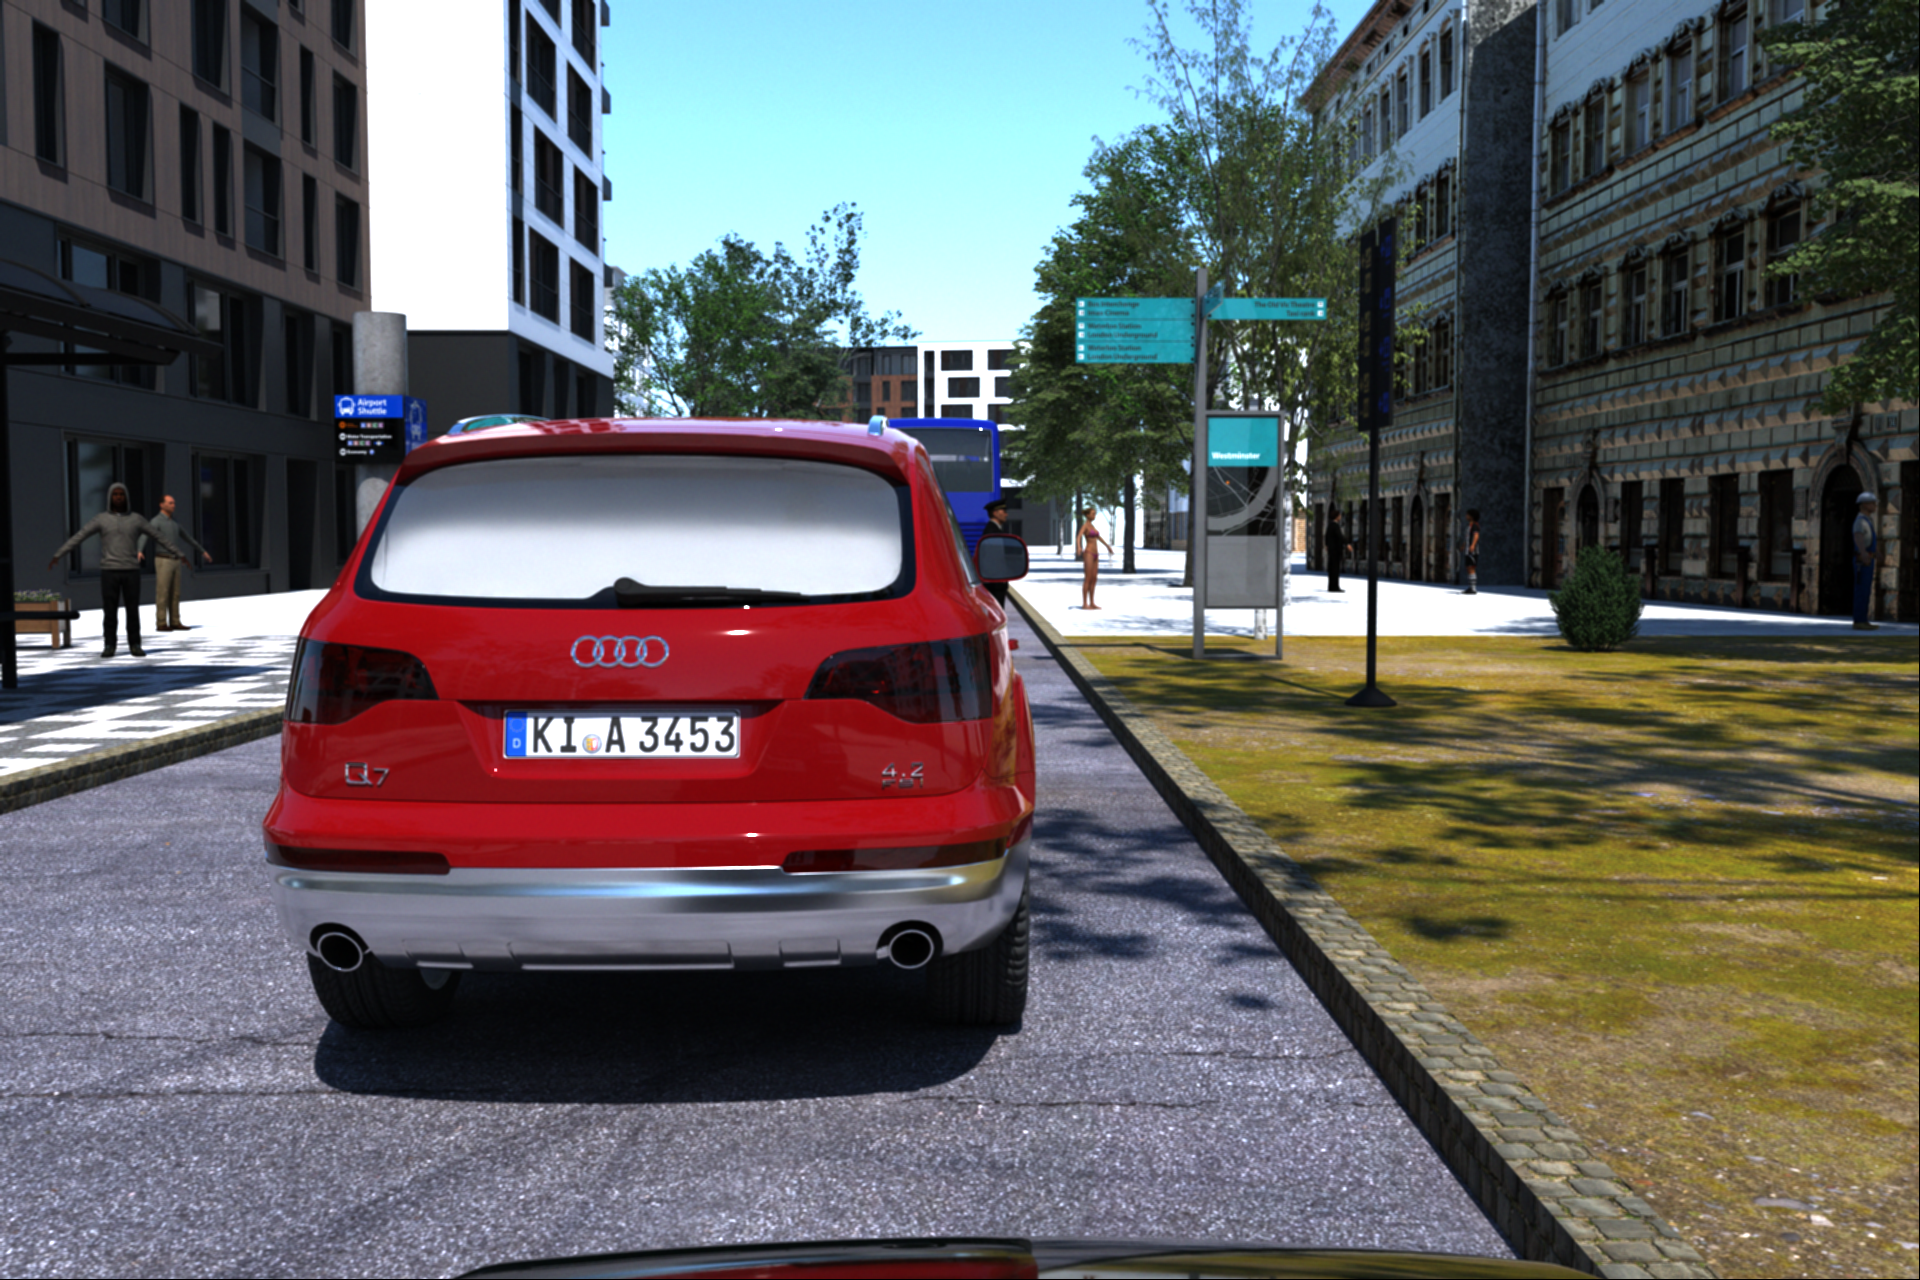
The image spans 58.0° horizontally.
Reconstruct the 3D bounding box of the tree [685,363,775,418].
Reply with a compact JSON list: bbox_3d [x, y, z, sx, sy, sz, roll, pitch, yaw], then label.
[{"bbox_3d":[-10.298,-7.541,73.657,4.360,8.622,3.978,0,3,0],"label":"tree"}]

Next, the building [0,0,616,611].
[{"bbox_3d":[-25.272,-12.050,40.991,27.936,21.610,32.646,0,4,-1],"label":"building"}]

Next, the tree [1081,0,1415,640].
[{"bbox_3d":[3.764,-4.322,21.022,4.360,8.622,3.978,0,3,0],"label":"tree"}]

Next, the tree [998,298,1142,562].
[{"bbox_3d":[5.177,-9.806,78.450,7.486,12.596,7.792,0,3,0],"label":"tree"}]

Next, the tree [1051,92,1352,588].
[{"bbox_3d":[5.719,-7.061,41.203,9.928,11.665,9.643,0,3,0],"label":"tree"}]

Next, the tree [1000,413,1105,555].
[{"bbox_3d":[6.055,-10.406,104.554,8.767,10.594,7.601,-1,4,-9],"label":"tree"}]

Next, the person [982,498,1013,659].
[{"bbox_3d":[0.435,-0.685,19.600,0.705,1.837,1.347,0,4,3],"label":"person"}]

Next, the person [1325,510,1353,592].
[{"bbox_3d":[8.304,-1.961,38.242,0.705,1.806,1.347,-1,4,-10],"label":"person"}]

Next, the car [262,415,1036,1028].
[{"bbox_3d":[-0.840,0.128,6.582,2.281,1.827,5.304,0,4,-1],"label":"car"}]

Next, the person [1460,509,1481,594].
[{"bbox_3d":[10.886,-1.884,36.954,0.704,1.843,1.345,0,4,7],"label":"person"}]

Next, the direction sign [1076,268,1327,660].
[{"bbox_3d":[2.436,-1.725,16.972,2.525,3.948,1.411,0,4,-1],"label":"direction sign"}]

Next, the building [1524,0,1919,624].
[{"bbox_3d":[22.654,-12.249,31.197,19.493,23.208,18.063,0,4,-1],"label":"building"}]

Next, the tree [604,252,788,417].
[{"bbox_3d":[-9.982,-8.417,63.377,9.928,11.665,9.643,0,3,0],"label":"tree"}]

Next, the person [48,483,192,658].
[{"bbox_3d":[-8.749,-0.729,18.054,1.348,1.813,0.705,-2,4,-28],"label":"person"}]

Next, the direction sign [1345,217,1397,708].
[{"bbox_3d":[3.079,-1.277,12.878,0.379,3.537,0.876,0,4,-2],"label":"direction sign"}]

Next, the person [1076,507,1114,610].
[{"bbox_3d":[2.282,-1.382,29.404,0.721,1.733,1.217,2,4,33],"label":"person"}]

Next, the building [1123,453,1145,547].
[{"bbox_3d":[22.349,-14.294,175.850,9.099,9.664,28.070,0,3,0],"label":"building"}]

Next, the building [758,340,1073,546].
[{"bbox_3d":[-4.258,-21.459,197.281,32.646,21.610,27.936,1,4,10],"label":"building"}]

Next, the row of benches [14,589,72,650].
[{"bbox_3d":[-11.841,-0.210,18.900,4.104,0.672,1.422,-1,4,-16],"label":"row of benches"}]

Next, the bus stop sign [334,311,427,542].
[{"bbox_3d":[-6.945,-1.946,20.832,0.837,3.901,0.837,0,4,1],"label":"bus stop sign"}]

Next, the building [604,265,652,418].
[{"bbox_3d":[-29.060,-16.316,123.194,16.016,20.090,11.380,0,4,-1],"label":"building"}]

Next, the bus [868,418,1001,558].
[{"bbox_3d":[-0.485,-2.825,37.734,2.896,3.916,12.251,0,4,0],"label":"bus"}]

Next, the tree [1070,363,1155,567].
[{"bbox_3d":[5.795,-7.126,66.869,4.360,8.622,3.978,0,3,0],"label":"tree"}]

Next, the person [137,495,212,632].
[{"bbox_3d":[-10.453,-1.017,22.907,0.705,1.796,1.348,1,4,17],"label":"person"}]

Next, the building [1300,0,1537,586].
[{"bbox_3d":[21.526,-13.485,51.411,19.493,23.208,18.063,0,4,0],"label":"building"}]

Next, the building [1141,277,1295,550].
[{"bbox_3d":[25.918,-19.387,147.906,19.493,23.208,18.063,0,3,0],"label":"building"}]

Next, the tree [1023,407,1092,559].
[{"bbox_3d":[5.353,-8.514,89.559,4.360,8.622,3.978,0,3,0],"label":"tree"}]

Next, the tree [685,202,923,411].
[{"bbox_3d":[-8.336,-14.794,97.766,12.611,20.169,13.585,0,3,0],"label":"tree"}]

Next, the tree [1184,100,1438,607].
[{"bbox_3d":[6.034,-4.900,30.470,4.737,8.622,4.395,0,3,0],"label":"tree"}]

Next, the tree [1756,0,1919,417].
[{"bbox_3d":[11.197,-6.021,16.574,7.486,12.596,7.792,0,3,0],"label":"tree"}]

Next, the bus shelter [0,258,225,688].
[{"bbox_3d":[-7.179,-1.097,11.868,2.014,3.302,5.546,0,4,0],"label":"bus shelter"}]

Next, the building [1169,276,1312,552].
[{"bbox_3d":[21.394,-16.957,133.668,16.016,20.090,11.380,0,4,-1],"label":"building"}]

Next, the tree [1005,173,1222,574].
[{"bbox_3d":[5.086,-8.388,55.268,7.486,12.596,7.792,0,3,0],"label":"tree"}]

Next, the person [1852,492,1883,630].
[{"bbox_3d":[12.164,-1.063,23.231,0.705,1.847,1.347,2,4,35],"label":"person"}]

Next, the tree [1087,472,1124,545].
[{"bbox_3d":[17.866,-16.108,197.781,7.601,10.594,8.767,0,4,5],"label":"tree"}]

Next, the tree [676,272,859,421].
[{"bbox_3d":[-9.517,-10.792,83.100,9.857,13.997,8.962,0,3,0],"label":"tree"}]

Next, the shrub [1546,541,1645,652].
[{"bbox_3d":[6.945,-0.477,18.914,1.383,1.207,1.383,0,3,0],"label":"shrub"}]
